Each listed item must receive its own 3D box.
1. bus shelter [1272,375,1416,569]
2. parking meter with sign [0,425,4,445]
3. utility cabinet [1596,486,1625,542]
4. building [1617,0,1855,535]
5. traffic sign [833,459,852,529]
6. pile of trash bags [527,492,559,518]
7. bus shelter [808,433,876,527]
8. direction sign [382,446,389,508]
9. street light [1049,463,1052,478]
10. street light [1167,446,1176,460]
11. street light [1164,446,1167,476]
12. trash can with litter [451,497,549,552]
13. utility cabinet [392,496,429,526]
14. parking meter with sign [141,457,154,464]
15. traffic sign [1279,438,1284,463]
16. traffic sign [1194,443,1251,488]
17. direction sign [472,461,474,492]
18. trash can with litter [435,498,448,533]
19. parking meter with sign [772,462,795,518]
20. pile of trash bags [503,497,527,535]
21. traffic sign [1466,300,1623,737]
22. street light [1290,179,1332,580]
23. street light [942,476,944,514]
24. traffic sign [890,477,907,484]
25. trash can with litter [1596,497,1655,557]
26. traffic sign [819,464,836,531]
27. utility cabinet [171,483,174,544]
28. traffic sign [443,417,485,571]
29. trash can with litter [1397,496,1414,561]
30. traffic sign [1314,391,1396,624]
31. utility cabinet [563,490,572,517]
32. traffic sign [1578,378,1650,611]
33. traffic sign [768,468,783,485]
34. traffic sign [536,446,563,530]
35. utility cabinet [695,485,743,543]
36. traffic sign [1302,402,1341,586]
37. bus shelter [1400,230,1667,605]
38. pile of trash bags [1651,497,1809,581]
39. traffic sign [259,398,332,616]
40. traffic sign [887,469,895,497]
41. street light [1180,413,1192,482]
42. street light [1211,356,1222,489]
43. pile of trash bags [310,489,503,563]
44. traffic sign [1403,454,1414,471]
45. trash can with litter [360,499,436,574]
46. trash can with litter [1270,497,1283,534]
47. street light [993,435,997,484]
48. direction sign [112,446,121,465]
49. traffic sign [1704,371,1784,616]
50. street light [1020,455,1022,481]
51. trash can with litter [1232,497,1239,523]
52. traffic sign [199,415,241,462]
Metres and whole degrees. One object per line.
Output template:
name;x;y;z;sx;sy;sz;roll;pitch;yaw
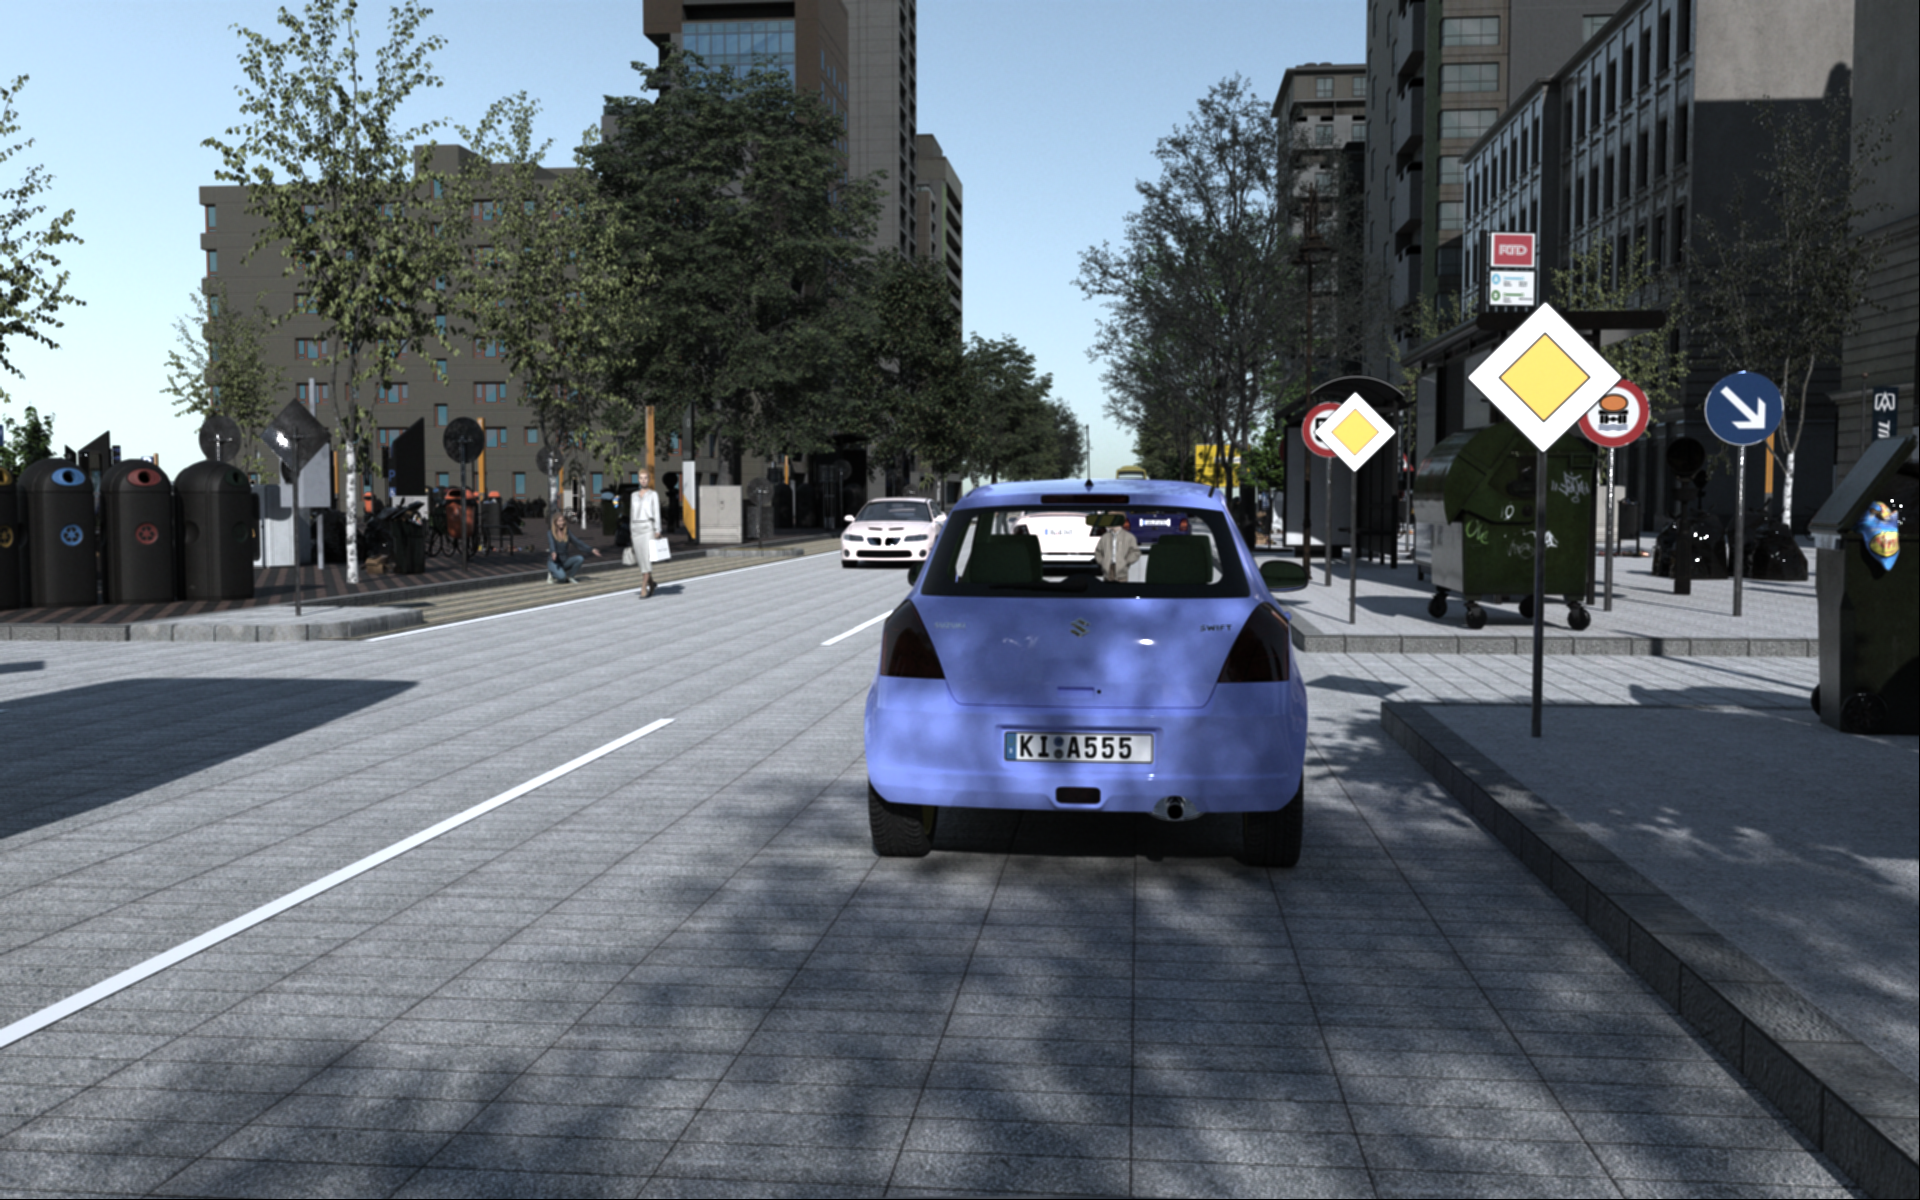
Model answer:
bus shelter;7.018;-2.343;32.230;2.014;3.302;5.546;0;4;6
parking meter with sign;-24.922;-2.898;43.648;1.738;3.016;0.543;1;4;23
utility cabinet;16.856;-2.255;45.549;1.173;1.500;0.318;0;4;-4
building;28.445;-13.060;62.685;9.793;20.994;18.267;0;4;6
traffic sign;-4.366;-3.892;63.737;0.768;2.556;0.104;0;4;7
pile of trash bags;-22.649;-5.047;92.278;3.447;1.369;1.912;2;4;25
bus shelter;-4.717;-4.805;69.840;1.731;3.624;6.357;0;4;6
direction sign;-27.299;-5.528;82.388;0.379;3.537;0.876;0;4;0
street light;10.953;-14.491;209.718;0.468;5.910;1.993;0;4;6
street light;16.581;-9.919;134.968;0.468;5.910;1.993;0;4;6
street light;19.938;-11.909;167.494;0.468;5.910;1.993;0;4;6
trash can with litter;-10.240;-1.701;38.865;2.233;1.210;1.678;1;4;19
utility cabinet;-17.707;-2.739;55.949;1.020;1.237;0.306;-1;4;-18
parking meter with sign;-37.764;-5.214;81.503;0.543;3.016;1.738;0;4;3
traffic sign;6.872;-2.151;35.281;0.768;2.556;0.104;1;4;13
traffic sign;10.593;-4.651;69.919;2.265;3.308;0.079;1;4;11
direction sign;-23.266;-5.553;82.790;0.379;3.537;0.876;-1;4;-13
trash can with litter;-16.455;-2.722;55.884;1.055;1.170;0.624;1;4;18
parking meter with sign;-9.243;-5.945;93.457;1.738;3.016;0.543;-1;4;-21
pile of trash bags;-14.862;-2.771;55.051;1.912;1.369;3.447;-1;4;-13
traffic sign;3.042;-0.333;9.088;0.795;2.450;0.064;0;4;6
street light;5.204;-3.245;25.847;0.468;5.910;1.993;0;4;6
street light;-0.938;-7.456;94.691;0.468;5.910;1.993;0;4;6
traffic sign;-3.146;-5.438;88.911;0.884;2.594;0.081;1;4;10
trash can with litter;13.684;-1.527;36.022;1.678;1.210;2.233;-2;4;-26
traffic sign;-4.570;-3.525;59.764;0.606;2.300;0.079;1;4;9
utility cabinet;-15.641;-1.611;35.023;0.318;1.500;1.173;1;4;16
traffic sign;-8.227;-1.748;28.693;0.768;2.556;0.104;1;4;15
trash can with litter;9.680;-1.400;33.944;2.233;1.210;1.678;1;4;13
traffic sign;3.869;-0.819;17.030;0.795;2.450;0.064;0;4;6
utility cabinet;-21.503;-5.303;95.389;1.173;1.500;0.318;3;5;41
traffic sign;7.091;-1.148;18.884;0.768;2.556;0.104;0;4;8
traffic sign;-7.183;-3.991;67.384;0.606;2.300;0.079;0;4;7
traffic sign;-10.804;-2.782;45.598;0.768;2.556;0.104;1;4;11
utility cabinet;-6.187;-2.190;44.478;1.173;1.500;0.318;0;4;1
traffic sign;5.123;-1.463;24.023;0.768;2.556;0.104;1;4;16
bus shelter;7.459;-2.844;24.129;2.179;5.291;8.768;0;4;6
pile of trash bags;12.375;-1.012;26.295;3.447;1.369;1.912;1;4;19
traffic sign;-6.964;-0.889;18.175;0.795;2.450;0.064;0;4;6
traffic sign;-3.293;-5.268;86.236;0.768;2.556;0.104;1;4;14
street light;12.014;-7.251;91.347;0.468;5.910;1.993;0;4;6
street light;8.662;-5.221;58.156;0.468;5.910;1.993;0;4;6
pile of trash bags;-10.779;-1.418;32.934;3.447;1.369;1.912;1;4;11
traffic sign;10.055;-2.454;40.134;0.884;2.594;0.081;1;4;13
trash can with litter;-9.113;-1.008;27.875;1.055;1.170;0.624;0;4;-1
trash can with litter;10.266;-2.773;56.390;1.678;1.210;2.233;2;4;27
street light;2.506;-9.466;127.564;0.468;5.910;1.993;0;4;6
direction sign;-39.586;-5.430;80.773;0.876;3.537;0.379;-1;4;-13
traffic sign;8.161;-1.101;18.110;0.768;2.556;0.104;1;4;12
street light;5.705;-11.444;159.900;0.468;5.910;1.993;0;4;6
trash can with litter;11.897;-3.950;75.964;1.055;1.170;0.624;-2;4;-32
traffic sign;-11.963;-1.705;27.990;0.768;2.556;0.104;1;4;13
